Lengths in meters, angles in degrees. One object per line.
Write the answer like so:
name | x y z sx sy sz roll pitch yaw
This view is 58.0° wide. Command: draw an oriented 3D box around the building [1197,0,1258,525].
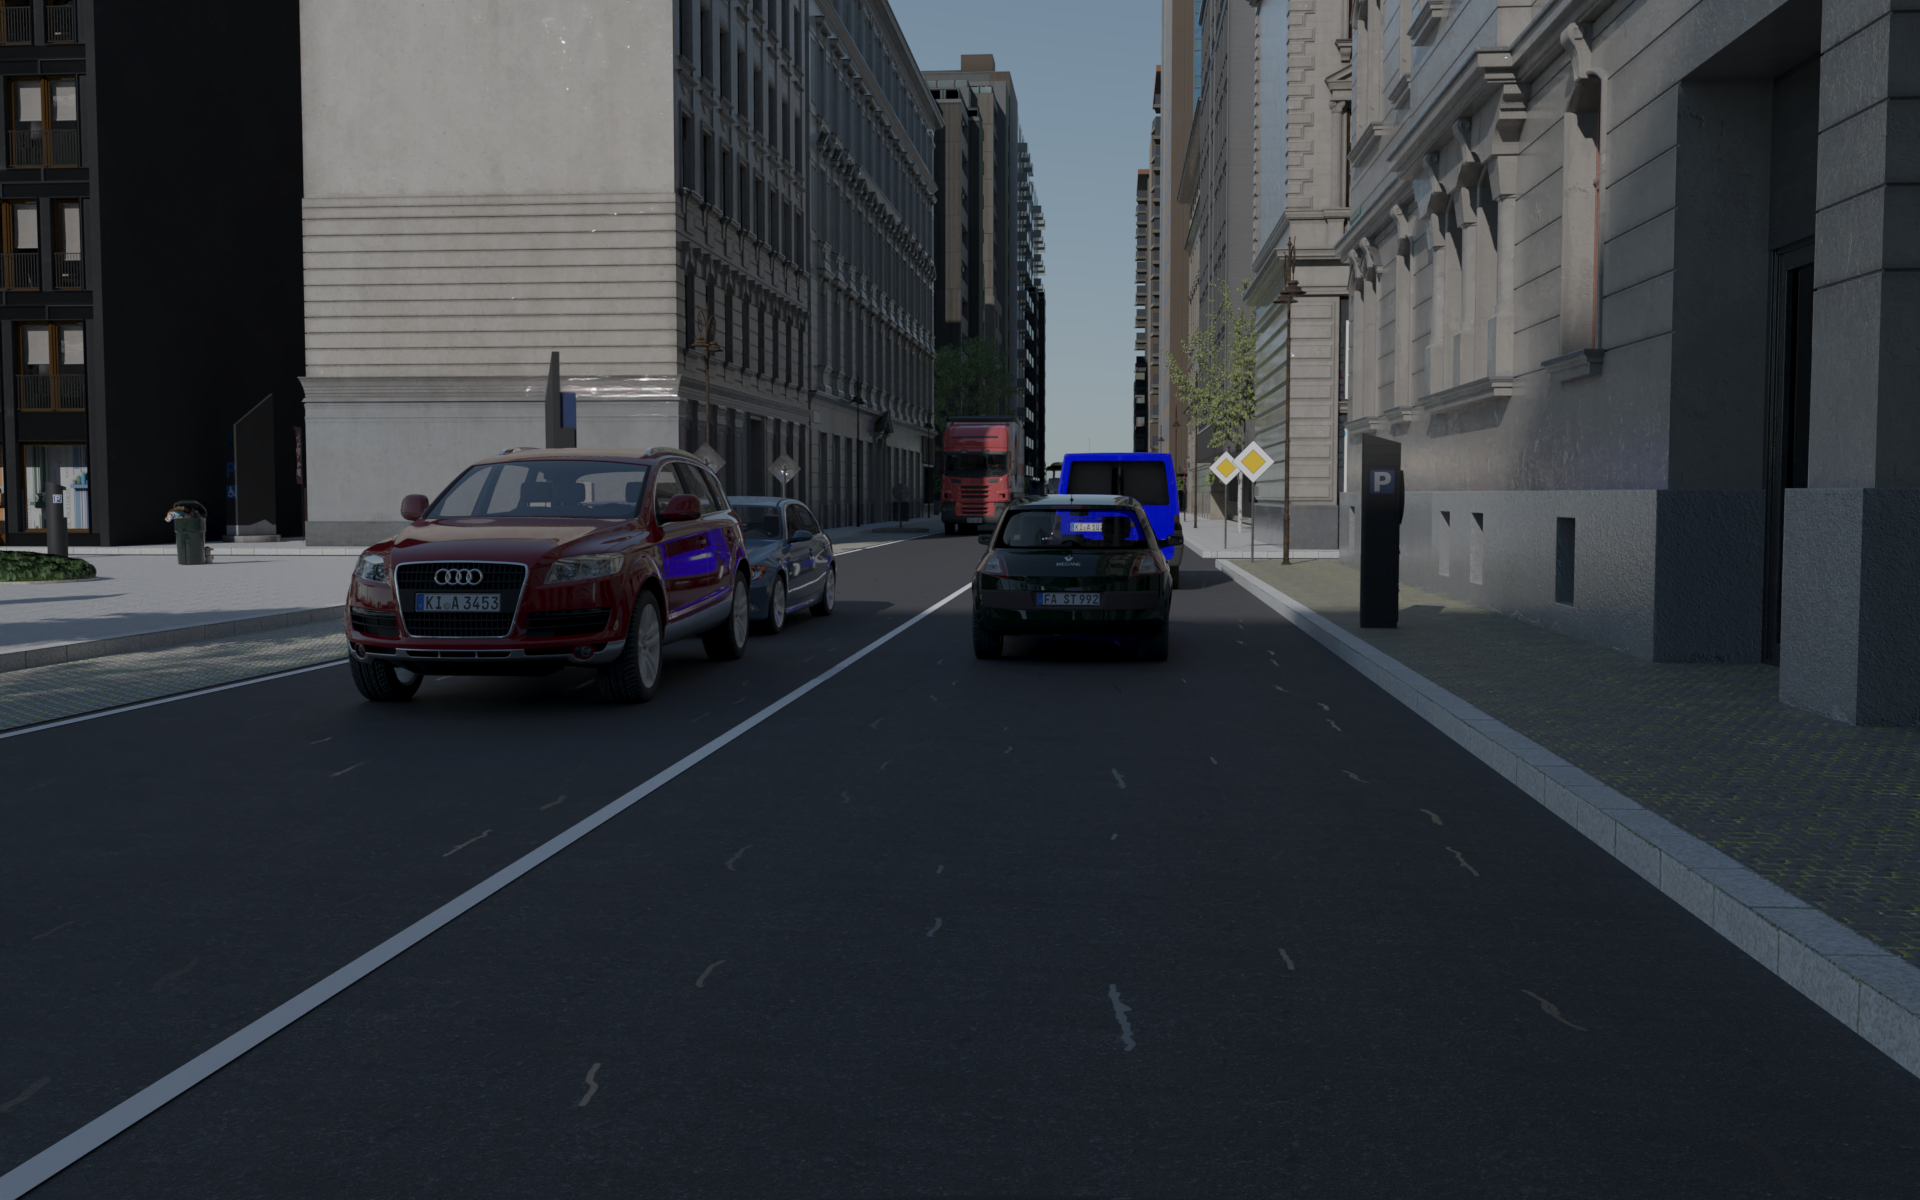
building | 17.626 -17.071 72.612 14.314 27.812 24.014 0 4 5

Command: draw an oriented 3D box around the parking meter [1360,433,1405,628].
parking meter | 4.056 -0.668 16.632 0.399 1.863 0.255 1 4 11

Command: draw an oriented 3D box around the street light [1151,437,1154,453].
street light | 15.695 -10.272 140.737 0.468 5.910 1.993 0 4 5

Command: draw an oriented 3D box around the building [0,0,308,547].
building | -27.927 -13.357 48.060 15.834 23.373 12.332 0 4 5

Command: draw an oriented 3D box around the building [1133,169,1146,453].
building | 34.151 -35.094 228.405 22.147 44.769 28.867 0 4 5

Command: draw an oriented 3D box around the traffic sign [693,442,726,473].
traffic sign | -4.911 -1.822 33.428 0.795 2.450 0.064 0 4 5

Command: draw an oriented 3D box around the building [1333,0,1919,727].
building | 12.128 -14.178 19.201 14.401 28.519 23.554 0 4 5

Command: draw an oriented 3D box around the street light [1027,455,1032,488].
street light | 8.083 -13.946 200.796 0.468 5.910 1.993 0 4 5

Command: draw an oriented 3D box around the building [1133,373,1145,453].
building | 39.884 -25.291 258.553 27.650 21.520 28.899 0 4 5

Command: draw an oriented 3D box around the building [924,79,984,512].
building | -5.792 -21.573 124.415 14.160 30.474 14.107 0 4 5

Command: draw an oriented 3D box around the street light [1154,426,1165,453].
street light | 13.324 -8.689 114.853 0.468 5.910 1.993 0 4 5

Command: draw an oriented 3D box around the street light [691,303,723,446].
street light | -6.134 -4.242 42.152 0.468 5.910 1.993 0 4 5

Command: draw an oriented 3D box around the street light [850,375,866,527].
street light | -3.962 -5.785 67.377 0.468 5.910 1.993 0 4 5

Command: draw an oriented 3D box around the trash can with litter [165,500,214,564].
trash can with litter | -14.043 -1.239 31.647 0.624 1.170 1.055 -1 4 -9

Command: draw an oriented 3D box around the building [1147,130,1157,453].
building | 29.494 -34.011 206.198 14.600 45.320 14.200 0 4 5

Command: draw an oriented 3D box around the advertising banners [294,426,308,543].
advertising banners | -17.257 -3.038 45.865 0.090 3.025 2.074 0 4 -3

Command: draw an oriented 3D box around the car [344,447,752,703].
car | -3.009 -0.303 13.632 2.281 1.827 5.304 0 4 4

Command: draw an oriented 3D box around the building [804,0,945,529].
building | -11.074 -18.645 81.256 17.030 29.872 44.131 0 4 5

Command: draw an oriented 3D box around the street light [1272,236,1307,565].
street light | 5.923 -3.578 31.281 0.468 5.910 1.993 0 4 5

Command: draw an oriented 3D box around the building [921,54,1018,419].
building | -1.281 -32.487 181.267 14.600 45.320 14.200 0 4 5

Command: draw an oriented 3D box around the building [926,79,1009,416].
building | -2.726 -29.576 167.169 14.154 41.232 14.086 0 4 5

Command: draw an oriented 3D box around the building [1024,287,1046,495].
building | 4.480 -28.538 238.293 14.160 30.474 14.107 0 4 5

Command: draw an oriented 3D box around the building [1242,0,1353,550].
building | 17.127 -13.109 43.213 19.941 23.489 11.050 0 4 5

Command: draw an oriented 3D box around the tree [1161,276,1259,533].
tree | 9.054 -6.534 57.186 4.737 8.622 4.395 0 3 0

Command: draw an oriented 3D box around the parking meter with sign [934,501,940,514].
parking meter with sign | -2.123 -6.761 106.809 1.738 3.016 0.543 0 4 5

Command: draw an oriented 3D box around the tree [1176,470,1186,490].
tree | 14.417 -7.580 118.532 1.663 3.219 1.824 0 3 0

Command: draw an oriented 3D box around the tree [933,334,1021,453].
tree | 0.296 -11.418 112.443 9.928 11.665 9.643 0 3 0

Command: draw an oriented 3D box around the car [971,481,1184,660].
car | 1.118 -0.404 16.398 2.009 1.686 4.222 0 4 6

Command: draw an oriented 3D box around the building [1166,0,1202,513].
building | 21.963 -29.054 125.149 14.600 45.320 14.200 0 4 5

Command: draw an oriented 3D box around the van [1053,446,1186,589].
van | 2.546 -1.433 27.810 2.240 2.365 5.245 0 4 6

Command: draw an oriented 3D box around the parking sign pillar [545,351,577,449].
parking sign pillar | -7.728 -2.752 33.475 1.447 3.967 1.447 -1 4 -20

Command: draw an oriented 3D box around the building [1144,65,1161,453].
building | 30.427 -31.836 175.136 22.147 44.769 28.867 0 4 5

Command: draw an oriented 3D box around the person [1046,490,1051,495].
person | 6.004 -6.658 118.075 1.217 1.735 0.721 -1 4 -9

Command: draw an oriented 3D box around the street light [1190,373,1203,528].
street light | 8.865 -5.641 65.018 0.468 5.910 1.993 0 4 5

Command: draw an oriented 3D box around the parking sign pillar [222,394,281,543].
parking sign pillar | -18.904 -3.526 46.117 1.447 3.967 1.447 2 4 25

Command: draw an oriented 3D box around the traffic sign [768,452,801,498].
traffic sign | -4.197 -2.308 41.381 0.795 2.450 0.064 0 4 5

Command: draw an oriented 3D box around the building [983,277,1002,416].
building | -11.223 -18.459 146.837 27.650 21.520 28.899 0 4 5

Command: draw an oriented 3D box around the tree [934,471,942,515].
tree | -1.595 -6.735 104.723 1.663 3.219 1.824 0 3 0

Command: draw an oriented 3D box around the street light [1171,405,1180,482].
street light | 11.197 -7.158 89.825 0.468 5.910 1.993 0 4 5

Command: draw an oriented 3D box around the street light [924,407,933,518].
street light | -1.657 -7.309 92.285 0.468 5.910 1.993 0 4 5

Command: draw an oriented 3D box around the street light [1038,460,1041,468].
street light | 10.310 -15.463 225.612 0.468 5.910 1.993 0 4 5

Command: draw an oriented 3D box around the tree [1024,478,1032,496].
tree | 7.370 -12.069 191.930 1.663 3.219 1.824 0 3 0

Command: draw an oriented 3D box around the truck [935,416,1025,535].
truck | 0.912 -4.618 64.412 2.839 4.237 11.283 0 4 5

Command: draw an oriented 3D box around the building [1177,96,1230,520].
building | 21.025 -16.285 99.551 16.112 22.955 30.059 0 4 5

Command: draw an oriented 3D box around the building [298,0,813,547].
building | -10.562 -12.298 50.216 9.793 20.994 18.267 0 4 5

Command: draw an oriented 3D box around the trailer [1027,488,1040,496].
trailer | 6.646 -9.189 157.284 1.471 1.999 3.904 0 4 6

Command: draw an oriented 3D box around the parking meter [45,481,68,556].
parking meter | -18.110 -1.610 34.729 0.372 1.533 0.369 0 3 0

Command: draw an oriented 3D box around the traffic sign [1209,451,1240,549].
traffic sign | 6.203 -2.250 40.431 0.795 2.450 0.064 0 4 5

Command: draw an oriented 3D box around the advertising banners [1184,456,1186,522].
advertising banners | 10.473 -5.169 80.694 0.090 3.025 2.074 1 4 9

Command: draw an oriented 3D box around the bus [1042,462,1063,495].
bus | 8.186 -8.784 135.161 2.896 3.916 12.252 0 4 6

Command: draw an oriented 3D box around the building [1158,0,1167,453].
building | 27.400 -36.912 145.512 21.231 58.520 28.212 0 4 5

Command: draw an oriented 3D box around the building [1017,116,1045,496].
building | -2.341 -36.450 215.566 23.786 49.044 30.456 0 4 5

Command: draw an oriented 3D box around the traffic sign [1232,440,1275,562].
traffic sign | 5.490 -1.764 32.478 0.795 2.450 0.064 0 4 5

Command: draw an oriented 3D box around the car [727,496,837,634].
car | -2.523 -0.446 19.292 2.014 1.417 4.499 0 4 7

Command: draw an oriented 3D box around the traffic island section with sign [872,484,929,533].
traffic island section with sign | -2.185 -3.403 64.260 1.989 1.847 2.006 0 4 5
